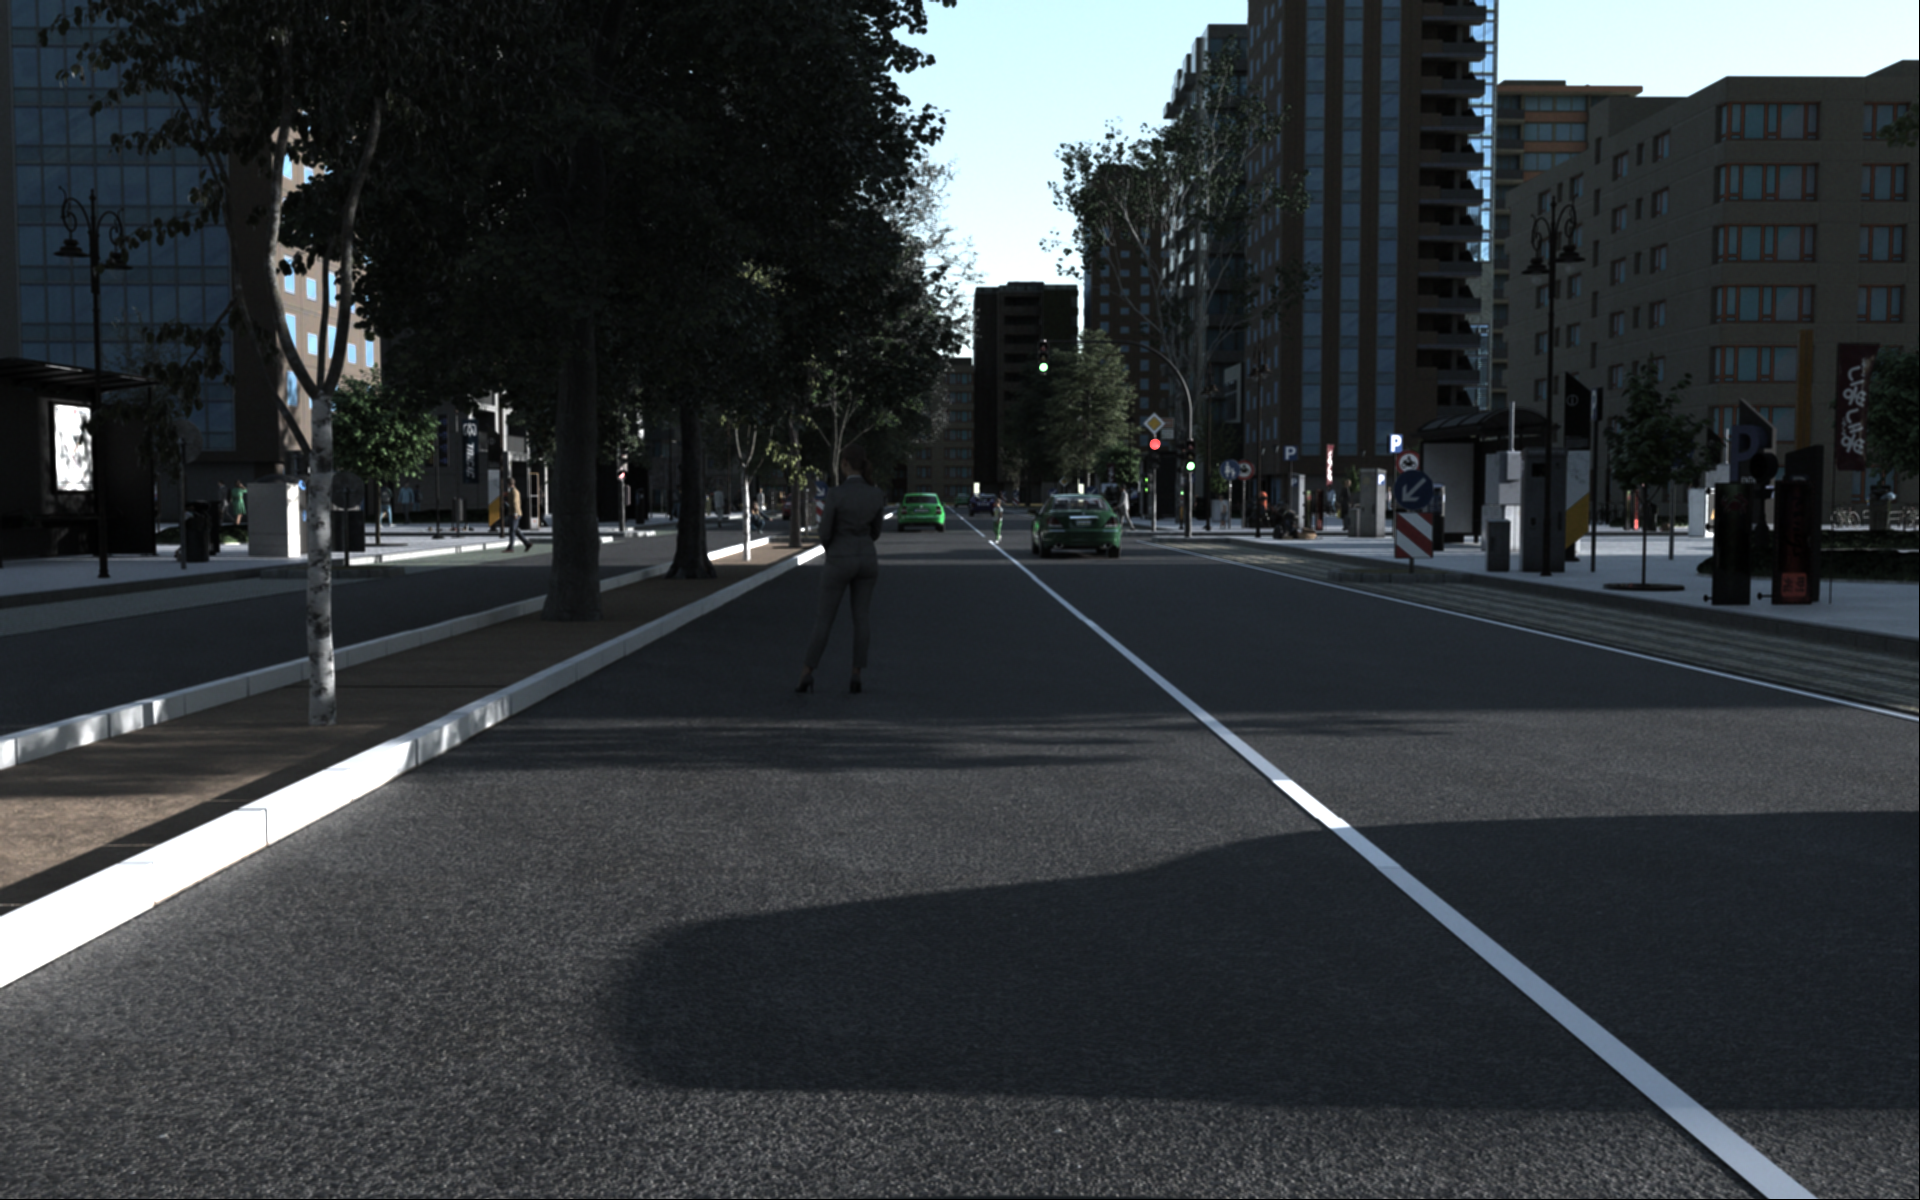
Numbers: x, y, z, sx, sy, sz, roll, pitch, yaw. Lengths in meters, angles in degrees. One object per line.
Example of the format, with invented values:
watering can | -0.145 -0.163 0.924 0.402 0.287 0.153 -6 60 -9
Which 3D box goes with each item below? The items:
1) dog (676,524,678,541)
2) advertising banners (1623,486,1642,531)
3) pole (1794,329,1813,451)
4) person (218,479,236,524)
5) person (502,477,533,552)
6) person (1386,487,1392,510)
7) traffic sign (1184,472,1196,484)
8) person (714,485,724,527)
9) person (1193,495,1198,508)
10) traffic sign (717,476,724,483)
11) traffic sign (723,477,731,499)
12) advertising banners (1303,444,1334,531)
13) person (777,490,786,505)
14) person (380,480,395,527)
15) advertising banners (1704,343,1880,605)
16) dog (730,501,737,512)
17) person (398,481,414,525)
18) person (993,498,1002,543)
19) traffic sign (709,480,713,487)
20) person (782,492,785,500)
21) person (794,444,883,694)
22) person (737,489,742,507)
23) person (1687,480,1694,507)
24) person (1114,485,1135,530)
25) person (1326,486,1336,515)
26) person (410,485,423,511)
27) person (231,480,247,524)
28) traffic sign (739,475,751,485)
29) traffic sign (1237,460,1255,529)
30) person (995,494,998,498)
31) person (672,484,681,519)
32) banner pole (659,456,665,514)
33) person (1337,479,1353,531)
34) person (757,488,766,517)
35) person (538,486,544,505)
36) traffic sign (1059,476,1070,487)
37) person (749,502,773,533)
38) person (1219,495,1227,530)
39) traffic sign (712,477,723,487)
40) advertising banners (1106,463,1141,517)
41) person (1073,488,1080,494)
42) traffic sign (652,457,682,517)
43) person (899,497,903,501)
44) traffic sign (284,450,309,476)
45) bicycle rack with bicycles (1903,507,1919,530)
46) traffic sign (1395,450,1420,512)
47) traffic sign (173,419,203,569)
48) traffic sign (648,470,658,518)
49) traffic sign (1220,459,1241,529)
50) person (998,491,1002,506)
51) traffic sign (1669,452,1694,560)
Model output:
dog | -6.017 -1.315 38.340 0.513 0.831 0.800 3 5 42
advertising banners | 23.952 -3.986 61.353 0.090 3.025 2.074 3 5 41
pole | 10.498 -1.698 21.603 0.158 3.312 0.155 0 3 0
person | -27.581 -3.604 64.939 0.822 1.834 0.622 0 4 -4
person | -10.905 -2.085 42.497 0.836 1.842 0.656 -3 4 -38
person | 26.491 -6.115 106.694 0.598 1.740 0.731 -1 4 -9
traffic sign | 12.840 -5.937 97.173 0.768 2.556 0.104 0 4 8
person | -10.353 -4.038 74.396 0.514 1.842 0.818 0 4 8
person | 14.027 -5.649 103.079 0.373 1.253 0.362 1 4 15
traffic sign | -16.872 -7.384 120.839 0.768 2.556 0.104 0 4 0
traffic sign | -17.704 -7.996 130.840 0.768 2.556 0.104 0 4 5
advertising banners | 12.508 -3.923 60.332 0.090 3.025 2.074 3 5 41
person | -20.998 -11.995 202.263 1.348 1.812 0.705 0 4 -5
person | -22.284 -3.733 67.065 0.794 1.824 0.713 2 4 32
advertising banners | 9.638 -1.459 20.041 2.074 3.025 0.090 0 4 -7
dog | -15.908 -6.570 121.801 0.513 0.831 0.800 -3 4 -37
person | -23.322 -4.111 73.126 0.638 1.841 0.748 1 4 16
person | 1.119 -2.338 50.968 0.306 1.304 0.590 1 4 20
traffic sign | -19.123 -8.203 134.130 0.884 2.594 0.081 0 4 3
person | -21.888 -12.606 215.394 0.721 1.735 1.217 -1 4 -9
person | -0.872 -0.229 12.511 0.573 1.790 0.520 3 5 42
person | -21.158 -9.779 166.452 0.617 1.759 0.750 -2 4 -24
person | 26.794 -3.479 63.187 0.793 1.790 0.793 -2 4 -27
person | 6.209 -3.465 65.422 0.850 1.792 0.678 0 4 7
person | 22.689 -6.083 105.758 0.793 1.790 0.793 1 4 17
person | -28.443 -5.155 90.668 0.623 1.781 0.721 -2 4 -35
person | -25.530 -3.360 61.232 0.600 1.795 0.529 1 4 9
traffic sign | -14.107 -6.954 113.806 0.768 2.556 0.104 0 3 0
traffic sign | 10.525 -3.923 64.243 0.768 2.556 0.104 0 4 4
person | 3.877 -10.693 186.569 0.421 1.427 0.697 0 4 1
person | -14.555 -5.060 89.119 0.623 1.781 0.721 3 4 37
banner pole | -19.140 -7.484 112.383 0.863 3.779 0.401 -1 4 -15
person | 13.523 -3.323 60.584 0.699 1.804 1.509 1 4 13
person | -12.227 -5.932 105.842 0.694 1.780 0.624 3 5 39
person | -24.988 -5.895 102.759 0.599 1.781 0.374 1 4 19
traffic sign | 7.560 -7.684 125.361 0.795 2.593 0.064 0 4 1
person | -7.393 -3.041 63.712 1.012 1.151 0.738 -1 4 -21
person | 9.503 -3.174 62.622 0.352 1.250 0.332 2 4 34
traffic sign | -14.603 -6.252 104.350 0.606 2.300 0.079 0 4 0
advertising banners | 9.175 -6.148 96.709 2.074 3.025 0.090 0 4 1
person | 11.014 -9.680 164.319 1.348 1.823 0.705 -1 4 -20
traffic sign | -15.759 -6.168 94.714 2.265 3.308 0.079 1 4 8
person | -4.812 -8.410 149.226 0.991 1.433 0.599 1 4 17
traffic sign | -15.535 -2.351 40.568 0.606 2.300 0.079 0 4 6
bicycle rack with bicycles | 28.177 -2.175 48.940 2.925 0.926 2.852 -3 5 -40
traffic sign | 12.873 -3.036 49.753 0.768 2.556 0.104 0 4 7
traffic sign | -13.255 -1.797 29.491 0.768 2.556 0.104 0 4 7
traffic sign | -16.539 -5.661 92.670 0.768 2.556 0.104 0 4 4
traffic sign | 9.908 -3.883 63.594 0.768 2.556 0.104 0 4 7
person | 4.572 -11.443 195.599 0.705 1.822 1.348 2 4 24
traffic sign | 13.926 -2.063 33.837 0.768 2.556 0.104 0 4 3
